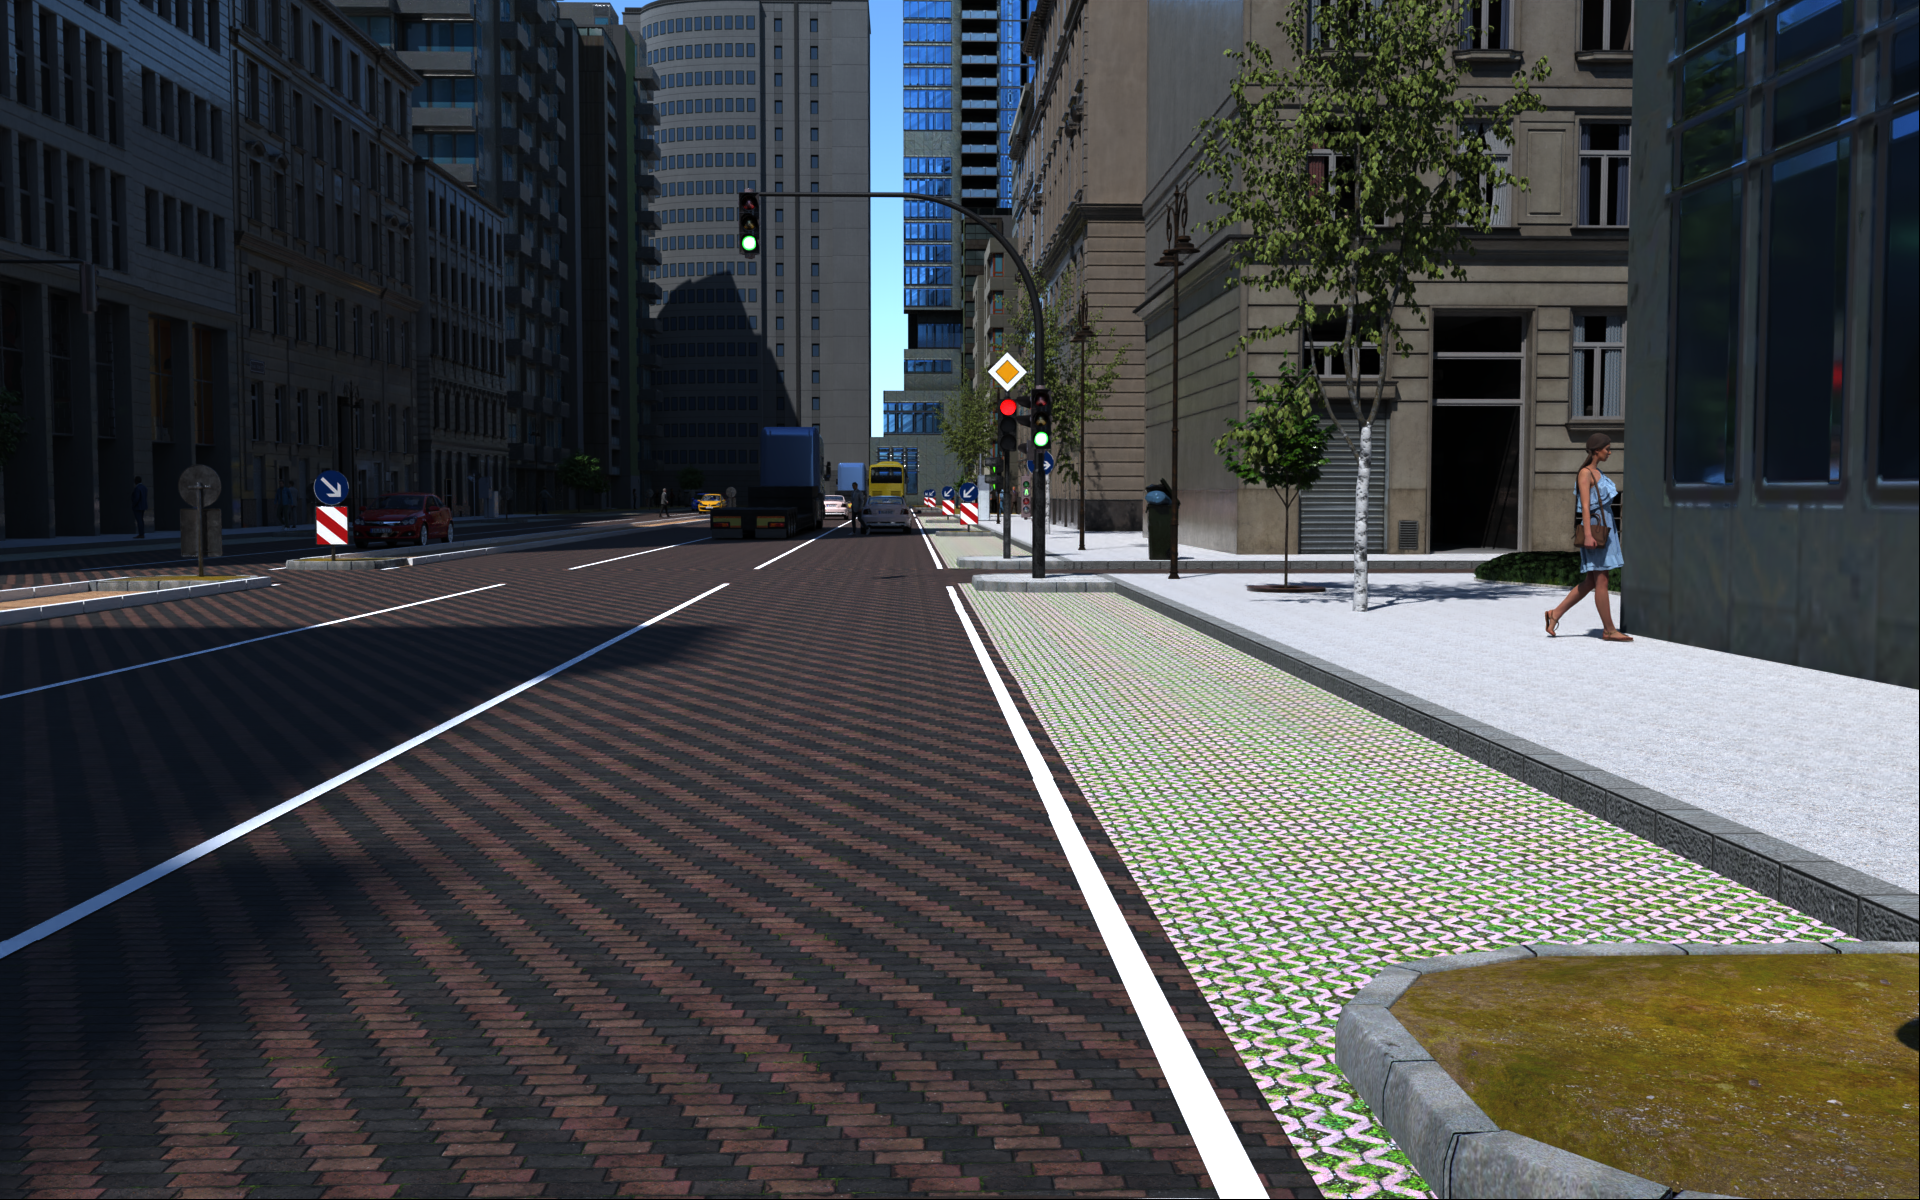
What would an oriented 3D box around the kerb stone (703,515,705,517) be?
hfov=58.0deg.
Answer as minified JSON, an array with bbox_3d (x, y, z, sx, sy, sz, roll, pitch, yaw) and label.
[{"bbox_3d":[-15.272,-4.863,101.721,0.120,0.150,1.000,0,4,-2],"label":"kerb stone"}]

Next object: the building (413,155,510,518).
[{"bbox_3d":[-32.539,-15.263,98.701,9.793,20.994,18.267,0,4,-2],"label":"building"}]

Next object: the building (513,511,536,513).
[{"bbox_3d":[-40.640,-30.771,122.707,23.786,49.044,30.456,0,4,-2],"label":"building"}]

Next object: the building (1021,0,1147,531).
[{"bbox_3d":[9.545,-16.748,71.100,12.463,27.353,25.104,0,4,-2],"label":"building"}]

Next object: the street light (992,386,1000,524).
[{"bbox_3d":[1.653,-6.228,74.615,0.468,5.910,1.993,0,4,-2],"label":"street light"}]

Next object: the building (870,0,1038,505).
[{"bbox_3d":[4.972,-54.553,204.620,31.000,86.520,22.319,0,4,-2],"label":"building"}]

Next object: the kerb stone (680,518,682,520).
[{"bbox_3d":[-14.937,-4.234,91.475,0.120,0.150,1.000,0,4,-2],"label":"kerb stone"}]

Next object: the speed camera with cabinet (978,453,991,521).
[{"bbox_3d":[1.166,-5.453,83.488,0.660,3.252,2.038,0,4,2],"label":"speed camera with cabinet"}]

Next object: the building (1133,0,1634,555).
[{"bbox_3d":[19.854,-12.868,43.676,30.059,22.955,16.112,0,4,-2],"label":"building"}]

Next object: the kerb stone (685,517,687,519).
[{"bbox_3d":[-15.004,-4.362,93.520,0.120,0.150,1.000,0,4,-2],"label":"kerb stone"}]

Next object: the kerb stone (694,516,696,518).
[{"bbox_3d":[-15.133,-4.614,97.629,0.120,0.150,1.000,0,4,-2],"label":"kerb stone"}]

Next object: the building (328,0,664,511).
[{"bbox_3d":[-45.252,-33.670,170.112,30.456,49.044,23.786,0,4,-2],"label":"building"}]

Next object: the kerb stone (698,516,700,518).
[{"bbox_3d":[-15.208,-4.739,99.673,0.120,0.150,1.000,0,4,-2],"label":"kerb stone"}]

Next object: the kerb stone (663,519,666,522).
[{"bbox_3d":[-14.739,-3.861,85.322,0.120,0.150,1.000,0,4,-2],"label":"kerb stone"}]

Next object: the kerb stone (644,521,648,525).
[{"bbox_3d":[-14.534,-3.486,79.188,0.120,0.150,1.000,0,4,-2],"label":"kerb stone"}]

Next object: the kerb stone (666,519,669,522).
[{"bbox_3d":[-14.771,-3.923,86.343,0.120,0.150,1.000,0,4,-2],"label":"kerb stone"}]

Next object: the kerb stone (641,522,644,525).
[{"bbox_3d":[-14.511,-3.423,78.166,0.120,0.150,1.000,0,4,-2],"label":"kerb stone"}]

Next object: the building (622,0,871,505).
[{"bbox_3d":[-24.602,-40.489,203.999,28.212,58.520,21.231,0,4,-2],"label":"building"}]

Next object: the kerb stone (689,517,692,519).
[{"bbox_3d":[-15.068,-4.488,95.571,0.120,0.150,1.000,0,4,-2],"label":"kerb stone"}]

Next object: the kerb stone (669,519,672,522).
[{"bbox_3d":[-14.807,-3.986,87.365,0.120,0.150,1.000,0,4,-2],"label":"kerb stone"}]

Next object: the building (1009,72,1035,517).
[{"bbox_3d":[9.656,-18.334,97.029,12.463,27.353,25.104,0,4,-2],"label":"building"}]

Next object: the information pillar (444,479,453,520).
[{"bbox_3d":[-24.932,-4.887,84.399,0.304,2.012,0.304,-2,4,-35],"label":"information pillar"}]

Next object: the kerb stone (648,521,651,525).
[{"bbox_3d":[-14.575,-3.547,80.210,0.120,0.150,1.000,0,4,-2],"label":"kerb stone"}]

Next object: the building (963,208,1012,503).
[{"bbox_3d":[7.266,-24.775,176.766,14.160,30.474,14.107,0,4,-2],"label":"building"}]

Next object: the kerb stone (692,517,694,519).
[{"bbox_3d":[-15.098,-4.550,96.593,0.120,0.150,1.000,0,4,-2],"label":"kerb stone"}]

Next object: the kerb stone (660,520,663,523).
[{"bbox_3d":[-14.697,-3.798,84.300,0.120,0.150,1.000,0,4,-2],"label":"kerb stone"}]

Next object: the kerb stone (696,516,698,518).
[{"bbox_3d":[-15.163,-4.676,98.651,0.120,0.150,1.000,0,4,-2],"label":"kerb stone"}]

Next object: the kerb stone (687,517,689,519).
[{"bbox_3d":[-15.037,-4.425,94.548,0.120,0.150,1.000,0,4,-2],"label":"kerb stone"}]

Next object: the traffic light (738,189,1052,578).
[{"bbox_3d":[-0.914,-3.148,26.136,4.771,5.953,1.251,0,4,-2],"label":"traffic light"}]

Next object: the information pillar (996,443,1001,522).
[{"bbox_3d":[1.763,-5.381,79.337,0.183,3.616,0.504,0,4,-1],"label":"information pillar"}]

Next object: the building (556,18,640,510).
[{"bbox_3d":[-35.357,-28.300,146.304,14.154,41.232,14.086,0,4,-2],"label":"building"}]

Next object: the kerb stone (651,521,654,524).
[{"bbox_3d":[-14.605,-3.608,81.232,0.120,0.150,1.000,0,4,-2],"label":"kerb stone"}]

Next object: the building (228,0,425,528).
[{"bbox_3d":[-33.234,-17.099,76.829,12.463,27.353,25.104,0,4,-2],"label":"building"}]

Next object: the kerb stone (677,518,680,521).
[{"bbox_3d":[-14.904,-4.172,90.452,0.120,0.150,1.000,0,4,-2],"label":"kerb stone"}]

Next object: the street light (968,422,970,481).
[{"bbox_3d":[0.563,-8.336,109.087,0.468,5.910,1.993,0,4,-2],"label":"street light"}]

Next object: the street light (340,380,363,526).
[{"bbox_3d":[-24.640,-5.961,70.257,0.468,5.910,1.993,0,4,-2],"label":"street light"}]

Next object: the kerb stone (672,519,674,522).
[{"bbox_3d":[-14.830,-4.049,88.396,0.120,0.150,1.000,0,4,-2],"label":"kerb stone"}]

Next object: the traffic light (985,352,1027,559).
[{"bbox_3d":[0.916,-2.777,34.325,0.839,4.253,0.868,0,4,-2],"label":"traffic light"}]

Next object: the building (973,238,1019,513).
[{"bbox_3d":[15.372,-17.539,131.807,27.650,21.520,28.899,0,4,-2],"label":"building"}]

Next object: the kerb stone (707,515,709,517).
[{"bbox_3d":[-15.332,-4.989,103.768,0.120,0.150,1.000,0,4,-2],"label":"kerb stone"}]

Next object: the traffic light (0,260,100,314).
[{"bbox_3d":[-19.245,-3.610,33.695,4.771,5.953,1.251,0,4,-2],"label":"traffic light"}]

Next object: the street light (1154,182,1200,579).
[{"bbox_3d":[3.240,-3.257,26.047,0.468,5.910,1.993,0,4,-2],"label":"street light"}]

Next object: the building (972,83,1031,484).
[{"bbox_3d":[17.401,-28.495,157.771,32.217,40.220,23.993,0,4,-2],"label":"building"}]

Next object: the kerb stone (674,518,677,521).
[{"bbox_3d":[-14.868,-4.112,89.422,0.120,0.150,1.000,0,4,-2],"label":"kerb stone"}]

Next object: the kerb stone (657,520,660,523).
[{"bbox_3d":[-14.676,-3.735,83.275,0.120,0.150,1.000,0,4,-2],"label":"kerb stone"}]

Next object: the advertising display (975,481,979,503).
[{"bbox_3d":[1.073,-5.088,88.403,0.123,1.923,0.974,2,4,33],"label":"advertising display"}]

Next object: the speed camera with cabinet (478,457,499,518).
[{"bbox_3d":[-25.197,-6.005,92.521,0.660,3.252,2.038,0,4,-1],"label":"speed camera with cabinet"}]

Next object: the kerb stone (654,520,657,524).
[{"bbox_3d":[-14.647,-3.673,82.253,0.120,0.150,1.000,0,4,-2],"label":"kerb stone"}]

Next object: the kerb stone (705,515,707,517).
[{"bbox_3d":[-15.303,-4.927,102.746,0.120,0.150,1.000,0,4,-2],"label":"kerb stone"}]

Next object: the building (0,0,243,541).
[{"bbox_3d":[-31.802,-16.609,49.055,11.434,29.767,29.804,0,4,-2],"label":"building"}]

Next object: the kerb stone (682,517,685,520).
[{"bbox_3d":[-14.969,-4.299,92.498,0.120,0.150,1.000,0,4,-2],"label":"kerb stone"}]

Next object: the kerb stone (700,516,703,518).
[{"bbox_3d":[-15.230,-4.801,100.700,0.120,0.150,1.000,0,4,-2],"label":"kerb stone"}]

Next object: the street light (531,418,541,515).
[{"bbox_3d":[-25.680,-8.086,104.990,0.468,5.910,1.993,0,4,-2],"label":"street light"}]
